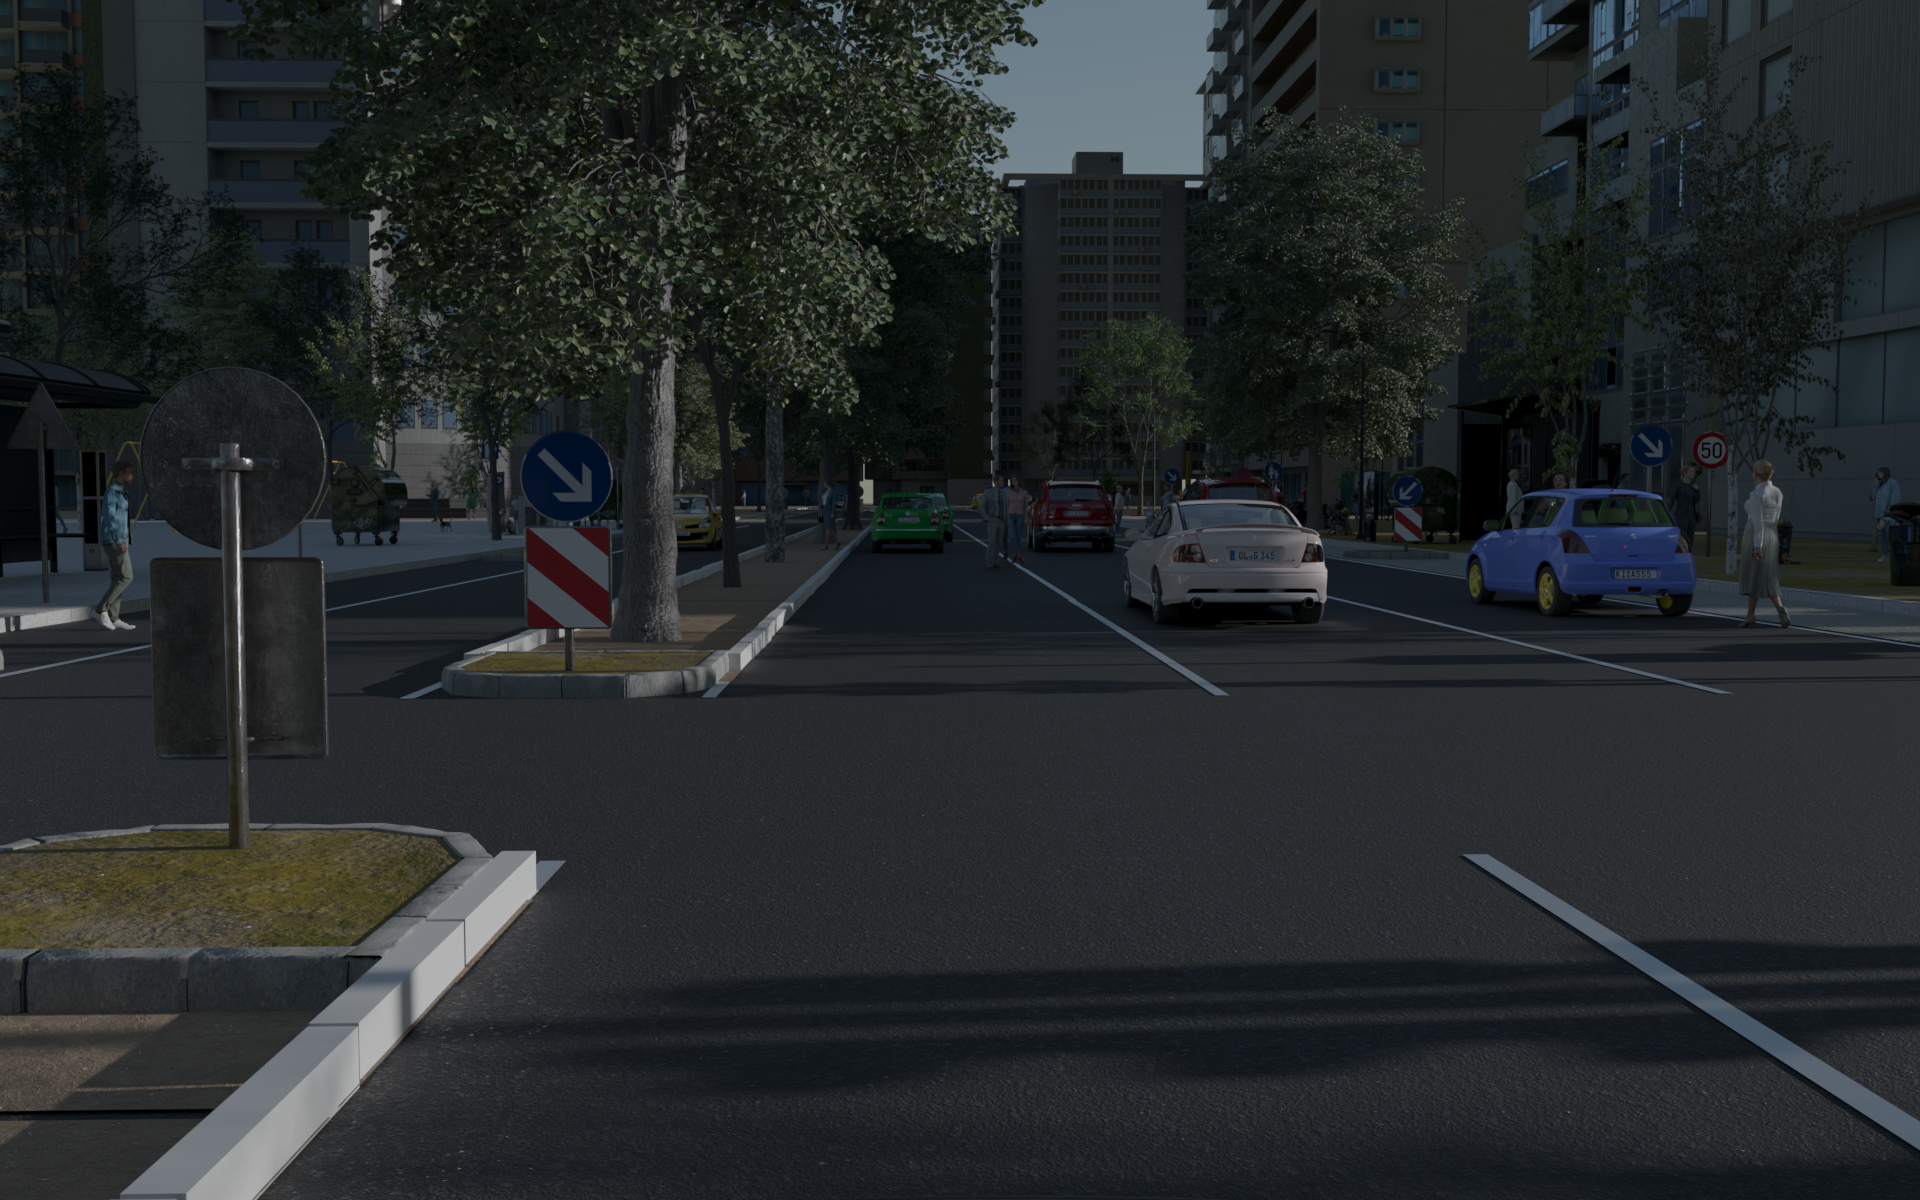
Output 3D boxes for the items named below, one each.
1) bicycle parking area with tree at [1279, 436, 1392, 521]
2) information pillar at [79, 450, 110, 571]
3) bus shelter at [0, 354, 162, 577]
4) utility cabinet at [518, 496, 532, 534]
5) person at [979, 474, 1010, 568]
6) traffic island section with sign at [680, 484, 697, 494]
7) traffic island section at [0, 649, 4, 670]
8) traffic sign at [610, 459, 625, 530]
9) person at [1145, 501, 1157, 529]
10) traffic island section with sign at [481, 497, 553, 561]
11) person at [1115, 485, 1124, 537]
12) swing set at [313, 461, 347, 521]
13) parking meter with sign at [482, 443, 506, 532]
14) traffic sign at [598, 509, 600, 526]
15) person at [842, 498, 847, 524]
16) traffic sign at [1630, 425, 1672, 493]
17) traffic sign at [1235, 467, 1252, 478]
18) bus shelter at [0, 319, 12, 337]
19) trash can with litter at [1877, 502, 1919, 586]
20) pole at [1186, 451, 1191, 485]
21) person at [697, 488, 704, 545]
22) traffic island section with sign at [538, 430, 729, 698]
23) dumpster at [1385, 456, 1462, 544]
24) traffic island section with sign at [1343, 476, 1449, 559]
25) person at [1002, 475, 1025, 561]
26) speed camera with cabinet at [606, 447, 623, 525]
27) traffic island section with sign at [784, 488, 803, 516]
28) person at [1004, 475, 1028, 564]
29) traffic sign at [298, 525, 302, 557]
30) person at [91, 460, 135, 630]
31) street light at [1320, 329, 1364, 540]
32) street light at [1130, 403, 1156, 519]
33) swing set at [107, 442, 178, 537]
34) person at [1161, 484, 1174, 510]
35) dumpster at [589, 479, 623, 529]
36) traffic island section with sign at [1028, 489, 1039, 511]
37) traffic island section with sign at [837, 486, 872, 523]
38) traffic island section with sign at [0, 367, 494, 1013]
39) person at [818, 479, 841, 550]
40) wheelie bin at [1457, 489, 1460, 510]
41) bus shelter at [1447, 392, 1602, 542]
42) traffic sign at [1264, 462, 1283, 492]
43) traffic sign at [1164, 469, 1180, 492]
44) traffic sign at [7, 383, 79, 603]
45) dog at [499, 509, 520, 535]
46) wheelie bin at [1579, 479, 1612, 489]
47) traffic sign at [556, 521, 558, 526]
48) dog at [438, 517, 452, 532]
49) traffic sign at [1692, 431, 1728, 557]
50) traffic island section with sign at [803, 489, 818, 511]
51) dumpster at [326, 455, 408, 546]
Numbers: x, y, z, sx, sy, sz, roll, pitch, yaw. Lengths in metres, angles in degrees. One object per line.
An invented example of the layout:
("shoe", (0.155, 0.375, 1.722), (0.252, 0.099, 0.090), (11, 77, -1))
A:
("bicycle parking area with tree", (18.384, -6.024, 85.497), (8.231, 4.147, 9.016), (0, 4, 6))
("information pillar", (-14.427, -1.492, 28.879), (0.304, 2.012, 0.304), (0, 4, 0))
("bus shelter", (-14.009, -1.948, 25.767), (2.014, 3.302, 5.546), (0, 4, -2))
("utility cabinet", (-13.678, -2.726, 55.736), (1.020, 1.237, 0.306), (0, 4, -6))
("person", (0.686, -1.531, 33.625), (0.391, 1.810, 0.635), (3, 5, 45))
("traffic island section with sign", (-10.126, -3.434, 64.782), (1.989, 1.847, 2.006), (0, 4, -2))
("traffic island section", (-8.794, 0.553, 13.239), (2.009, 0.180, 2.903), (0, 4, -2))
("traffic sign", (-12.240, -3.787, 62.022), (0.768, 2.556, 0.104), (0, 4, 7))
("person", (6.565, -2.805, 59.382), (0.505, 1.210, 0.382), (3, 4, 38))
("traffic island section with sign", (-9.250, -1.787, 37.841), (1.989, 1.847, 2.006), (0, 4, -2))
("person", (5.195, -2.963, 57.614), (0.598, 1.740, 0.731), (-1, 4, -15))
("swing set", (-29.623, -5.168, 82.116), (2.862, 2.851, 3.119), (0, 4, -5))
("parking meter with sign", (-15.690, -3.809, 58.539), (0.543, 3.016, 1.738), (-2, 4, -27))
("traffic sign", (-12.659, -3.703, 60.651), (0.768, 2.556, 0.104), (0, 4, 8))
("person", (-5.578, -4.330, 83.983), (0.332, 1.250, 0.352), (0, 4, -7))
("traffic sign", (12.695, -1.945, 31.913), (0.768, 2.556, 0.104), (0, 4, 2))
("traffic sign", (13.573, -5.071, 83.016), (0.768, 2.556, 0.104), (0, 4, 0))
("bus shelter", (-12.277, -2.367, 16.334), (2.179, 5.291, 8.768), (0, 4, -2))
("trash can with litter", (13.404, -0.795, 24.381), (1.055, 1.170, 0.624), (-3, 5, -43))
("pole", (10.848, -5.410, 82.302), (0.158, 3.312, 0.155), (0, 3, 0))
("person", (-7.358, -2.373, 49.105), (0.330, 1.601, 0.589), (3, 5, 43))
("traffic island section with sign", (-2.837, -0.303, 13.085), (2.006, 1.907, 1.989), (0, 4, -2))
("dumpster", (12.000, -2.591, 44.861), (1.502, 2.255, 1.985), (0, 4, -2))
("traffic island section with sign", (9.656, -1.835, 38.628), (1.989, 1.847, 2.006), (0, 4, -2))
("person", (1.114, -1.741, 36.825), (0.638, 1.841, 0.748), (0, 4, 3))
("speed camera with cabinet", (-14.407, -4.820, 73.149), (0.660, 3.252, 2.038), (3, 4, 36))
("traffic island section with sign", (-11.742, -6.545, 115.645), (1.989, 1.847, 2.006), (0, 4, -2))
("person", (1.135, -1.667, 35.767), (0.555, 1.821, 0.388), (0, 4, 3))
("traffic sign", (-12.522, -2.006, 32.808), (0.884, 2.594, 0.081), (0, 4, 1))
("person", (-8.912, -0.574, 18.233), (0.444, 1.785, 0.601), (-1, 4, -12))
("street light", (10.786, -4.663, 48.782), (1.470, 5.913, 1.316), (0, 4, -2))
("street light", (9.407, -7.107, 88.738), (1.470, 5.913, 1.316), (0, 4, -2))
("swing set", (-24.786, -3.401, 53.232), (2.862, 2.851, 3.119), (0, 4, 0))
("person", (7.543, -3.317, 62.822), (0.778, 1.811, 0.616), (-1, 4, -15))
("dumpster", (-12.885, -3.732, 63.510), (1.502, 2.255, 1.985), (0, 4, -2))
("traffic island section with sign", (6.315, -8.220, 143.018), (1.989, 1.847, 2.006), (0, 4, -2))
("traffic island section with sign", (-5.247, -4.896, 88.185), (2.006, 1.907, 1.989), (0, 4, -2))
("traffic island section with sign", (-2.610, 0.150, 5.681), (2.006, 1.907, 1.989), (0, 4, -2))
("person", (-3.286, -2.166, 43.941), (0.654, 1.822, 0.581), (-2, 4, -24))
("wheelie bin", (14.762, -2.586, 50.195), (0.693, 1.594, 0.980), (1, 4, 15))
("bus shelter", (13.922, -3.171, 43.128), (1.731, 3.624, 6.357), (0, 4, -2))
("traffic sign", (12.467, -4.211, 68.948), (0.768, 2.556, 0.104), (0, 4, 2))
("traffic sign", (10.571, -5.278, 86.393), (0.768, 2.556, 0.104), (0, 4, 7))
("traffic sign", (-10.788, -1.246, 20.370), (0.884, 2.594, 0.081), (0, 4, 6))
("dog", (-14.054, -2.442, 54.308), (0.800, 0.831, 0.513), (-1, 4, -8))
("wheelie bin", (13.700, -1.800, 37.333), (0.980, 1.594, 0.693), (-1, 4, -21))
("traffic sign", (-12.837, -3.371, 55.112), (0.884, 2.594, 0.081), (0, 4, 4))
("dog", (-17.608, -2.593, 59.223), (0.540, 0.507, 0.406), (-1, 4, -9))
("traffic sign", (15.289, -2.154, 35.322), (0.768, 2.556, 0.104), (0, 4, 6))
("traffic island section with sign", (-12.598, -8.193, 142.586), (1.989, 1.847, 2.006), (0, 4, -2))
("dumpster", (-14.882, -2.506, 43.460), (1.502, 2.255, 1.985), (0, 4, -2))
